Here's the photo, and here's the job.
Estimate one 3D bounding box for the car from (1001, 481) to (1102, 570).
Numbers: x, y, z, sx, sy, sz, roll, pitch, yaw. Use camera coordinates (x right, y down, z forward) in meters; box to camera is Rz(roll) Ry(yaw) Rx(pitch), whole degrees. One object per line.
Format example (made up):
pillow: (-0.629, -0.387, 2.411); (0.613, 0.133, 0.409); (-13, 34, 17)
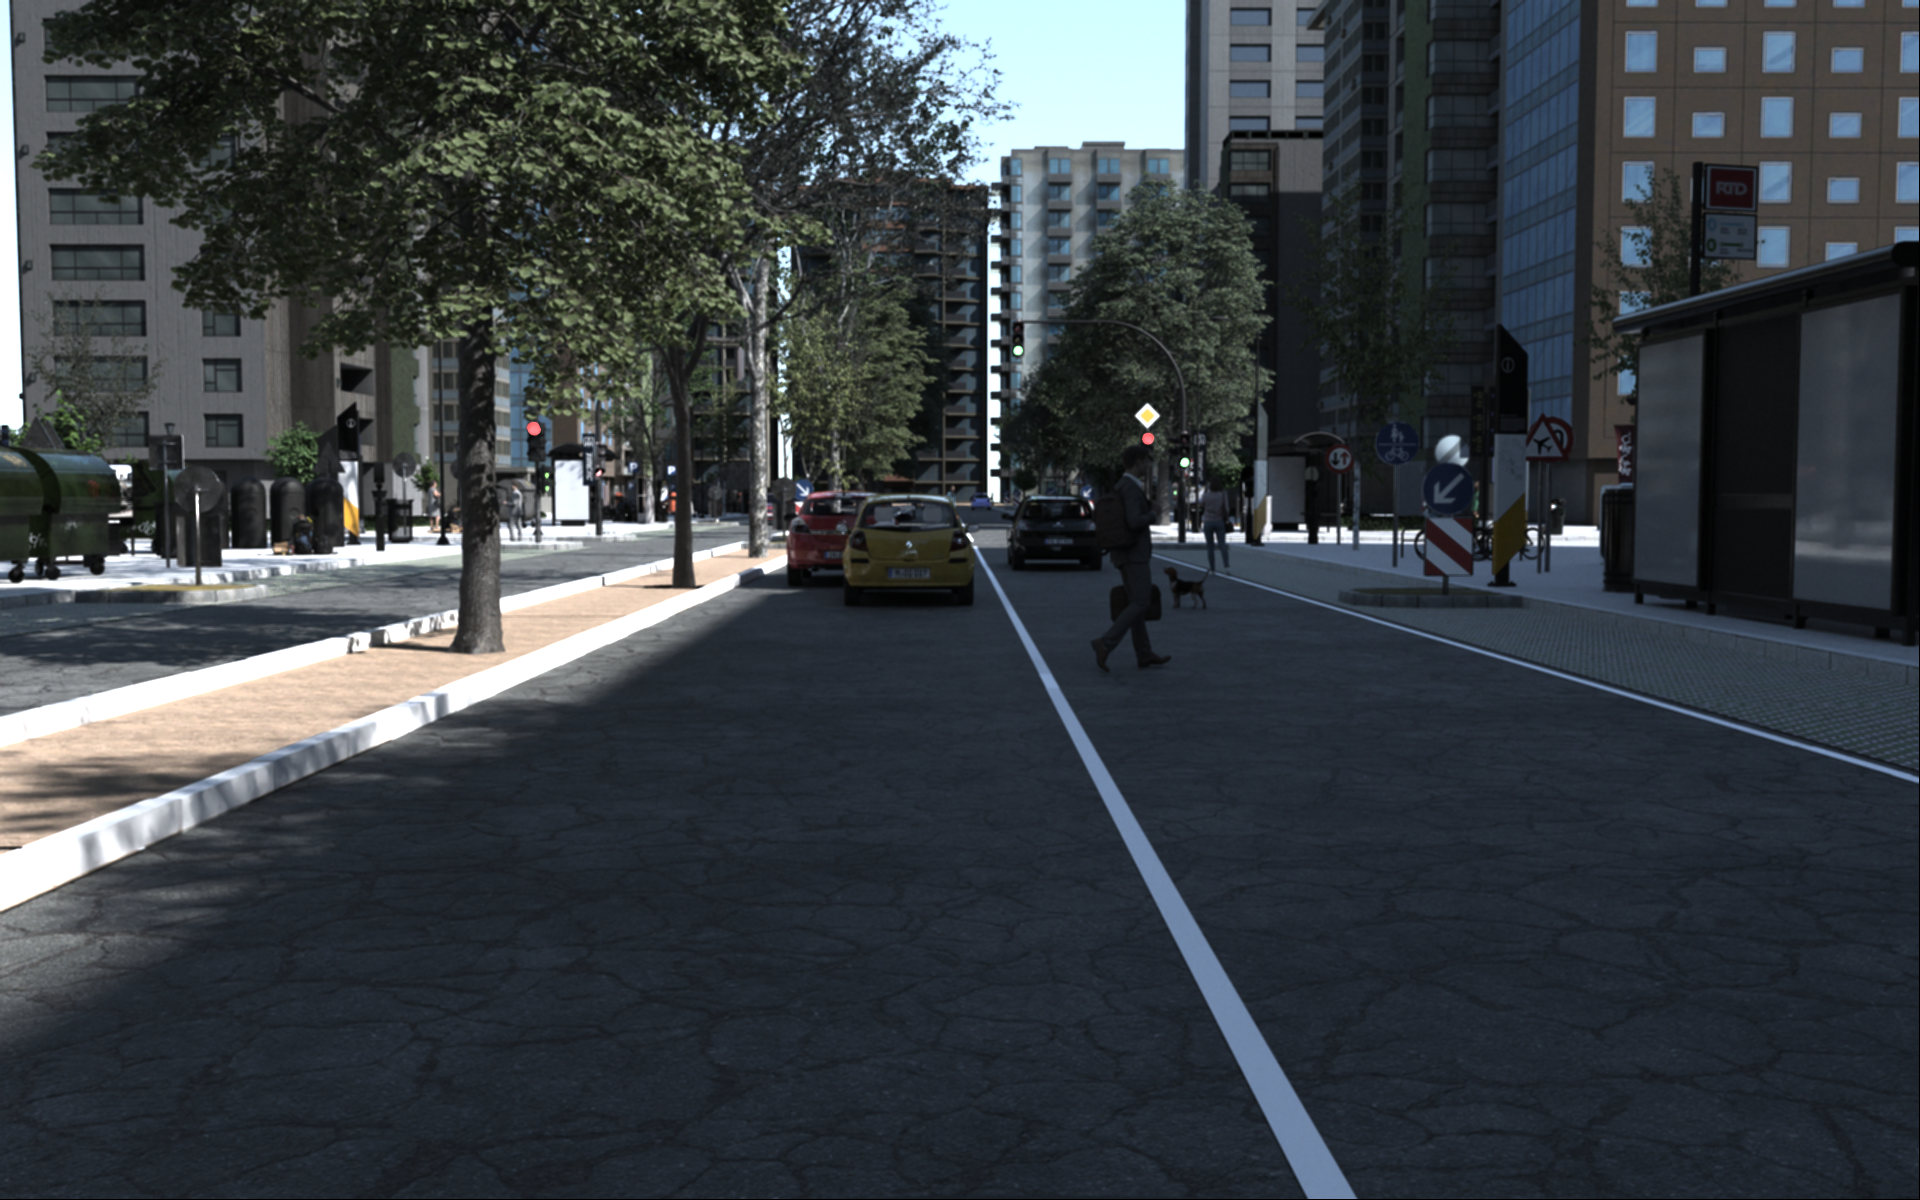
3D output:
car: (1.821, -1.479, 33.969); (2.009, 1.686, 4.222); (0, 3, 0)

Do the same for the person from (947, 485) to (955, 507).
person: (-0.386, -3.738, 69.962); (0.444, 1.785, 0.601); (3, 5, 45)

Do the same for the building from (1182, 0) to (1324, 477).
building: (31.416, -37.857, 160.957); (21.231, 58.520, 28.212); (0, 4, 0)

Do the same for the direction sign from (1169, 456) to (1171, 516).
direction sign: (12.249, -6.737, 102.153); (0.379, 3.537, 0.876); (-1, 4, -15)

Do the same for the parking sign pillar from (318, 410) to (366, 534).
parking sign pillar: (-20.001, -4.126, 55.938); (1.447, 3.967, 1.447); (0, 4, -1)

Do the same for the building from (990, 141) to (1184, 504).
building: (19.308, -37.798, 237.609); (30.456, 49.044, 23.786); (0, 4, 0)

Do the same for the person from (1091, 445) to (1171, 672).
person: (1.380, -0.351, 14.205); (0.822, 1.834, 0.622); (-1, 4, -22)

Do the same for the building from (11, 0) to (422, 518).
building: (-35.940, -19.189, 85.444); (14.160, 30.474, 14.107); (0, 4, 0)

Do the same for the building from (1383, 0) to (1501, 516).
building: (29.207, -24.765, 88.495); (14.154, 41.232, 14.086); (0, 4, 0)

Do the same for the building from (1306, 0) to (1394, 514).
building: (37.657, -25.915, 115.583); (32.217, 40.220, 23.993); (0, 4, 0)

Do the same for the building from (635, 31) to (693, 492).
building: (-43.576, -34.153, 178.002); (30.456, 49.044, 23.786); (0, 4, 0)

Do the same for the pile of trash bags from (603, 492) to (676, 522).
pile of trash bags: (-14.290, -4.254, 79.307); (3.447, 1.369, 1.912); (2, 4, 32)

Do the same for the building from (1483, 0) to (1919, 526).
building: (31.840, -25.932, 74.105); (14.200, 45.320, 14.600); (0, 4, 0)

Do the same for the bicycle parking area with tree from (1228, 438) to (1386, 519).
bicycle parking area with tree: (17.606, -6.287, 89.788); (8.231, 4.147, 9.016); (0, 4, 6)

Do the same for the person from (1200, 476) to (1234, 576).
person: (4.530, -1.305, 30.420); (0.593, 1.750, 0.643); (0, 4, 2)

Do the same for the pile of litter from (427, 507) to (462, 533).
pile of litter: (-16.804, -2.631, 56.985); (1.176, 0.858, 1.719); (-3, 5, -44)

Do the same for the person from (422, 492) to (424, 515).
person: (-32.194, -5.923, 102.981); (0.850, 1.850, 0.679); (3, 5, 43)

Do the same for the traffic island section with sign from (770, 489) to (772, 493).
traffic island section with sign: (-11.243, -5.931, 105.593); (1.989, 1.847, 2.006); (0, 4, 0)

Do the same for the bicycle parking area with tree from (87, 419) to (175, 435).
bicycle parking area with tree: (-32.220, -4.931, 67.627); (9.016, 4.147, 8.231); (1, 4, 21)

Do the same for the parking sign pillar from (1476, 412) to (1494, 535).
parking sign pillar: (16.809, -4.007, 53.979); (1.447, 3.967, 1.447); (-2, 4, -29)

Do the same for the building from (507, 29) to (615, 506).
building: (-35.395, -29.645, 134.812); (14.600, 45.320, 14.200); (0, 4, 0)

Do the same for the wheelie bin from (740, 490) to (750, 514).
wheelie bin: (-13.663, -6.338, 111.541); (0.980, 1.594, 0.693); (-1, 4, -14)

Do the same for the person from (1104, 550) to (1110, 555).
person: (3.716, -1.922, 40.757); (0.643, 1.720, 0.563); (1, 4, 10)

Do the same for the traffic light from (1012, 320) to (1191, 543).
traffic light: (3.723, -4.321, 45.318); (4.771, 5.953, 1.251); (0, 4, 0)

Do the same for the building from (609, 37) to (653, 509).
building: (-34.851, -28.503, 149.623); (14.154, 41.232, 14.086); (0, 4, 0)

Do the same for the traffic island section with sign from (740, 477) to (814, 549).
traffic island section with sign: (-4.707, -2.300, 45.745); (2.006, 1.907, 1.989); (0, 4, 0)

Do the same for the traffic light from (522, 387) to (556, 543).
traffic light: (-11.047, -3.450, 45.325); (0.839, 4.253, 0.868); (0, 4, 0)

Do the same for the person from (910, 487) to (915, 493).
person: (-2.760, -5.601, 99.884); (0.447, 1.846, 0.655); (0, 4, -5)

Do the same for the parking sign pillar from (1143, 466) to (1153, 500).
parking sign pillar: (8.291, -5.400, 76.760); (1.447, 3.967, 1.447); (0, 4, 4)

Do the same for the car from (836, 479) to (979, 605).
car: (-0.713, -0.827, 23.740); (2.015, 1.641, 3.980); (0, 4, -2)

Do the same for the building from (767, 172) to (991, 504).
building: (-10.349, -35.620, 237.019); (28.867, 44.769, 22.147); (0, 4, 0)

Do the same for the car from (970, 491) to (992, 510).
car: (1.878, -8.885, 154.866); (1.945, 1.707, 3.694); (0, 4, -1)

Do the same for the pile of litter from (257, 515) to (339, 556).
pile of litter: (-14.004, -1.383, 36.585); (1.719, 0.858, 1.176); (-2, 4, -26)

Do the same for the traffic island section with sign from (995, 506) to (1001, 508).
traffic island section with sign: (4.754, -10.670, 183.081); (1.989, 1.847, 2.006); (0, 4, 0)

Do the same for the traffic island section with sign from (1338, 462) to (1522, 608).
traffic island section with sign: (6.035, -0.854, 22.585); (1.989, 1.847, 2.006); (0, 4, 0)

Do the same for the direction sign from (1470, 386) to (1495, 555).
direction sign: (11.051, -2.719, 36.454); (0.876, 3.537, 0.379); (-2, 4, -31)

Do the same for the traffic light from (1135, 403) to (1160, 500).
traffic light: (5.750, -3.947, 53.461); (0.839, 4.253, 0.868); (0, 4, 0)

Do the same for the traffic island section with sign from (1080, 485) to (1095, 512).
traffic island section with sign: (5.598, -4.254, 78.173); (1.989, 1.847, 2.006); (0, 4, 0)

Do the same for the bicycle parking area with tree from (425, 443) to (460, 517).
bicycle parking area with tree: (-31.017, -6.780, 97.853); (8.231, 4.147, 9.016); (1, 4, 14)

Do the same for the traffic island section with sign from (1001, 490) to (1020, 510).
traffic island section with sign: (4.972, -8.996, 155.716); (1.989, 1.847, 2.006); (0, 4, 0)

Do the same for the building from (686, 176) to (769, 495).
building: (-39.206, -35.540, 235.700); (28.867, 44.769, 22.147); (0, 4, 0)

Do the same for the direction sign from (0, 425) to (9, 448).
direction sign: (-31.364, -3.954, 56.648); (0.876, 3.537, 0.379); (2, 4, 26)

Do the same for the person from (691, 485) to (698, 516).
person: (-15.839, -5.936, 103.282); (0.537, 1.800, 0.526); (-1, 4, -17)

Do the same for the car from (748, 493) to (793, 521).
car: (-8.838, -4.421, 81.324); (2.155, 1.783, 4.494); (0, 3, 0)

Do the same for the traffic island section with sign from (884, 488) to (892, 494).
traffic island section with sign: (-5.372, -7.349, 128.288); (2.006, 1.907, 1.989); (0, 4, 0)

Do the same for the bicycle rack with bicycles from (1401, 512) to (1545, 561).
bicycle rack with bicycles: (10.037, -1.263, 34.030); (2.925, 0.926, 2.852); (0, 4, -3)

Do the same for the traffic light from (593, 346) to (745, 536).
traffic light: (-9.020, -4.813, 53.362); (4.771, 5.953, 1.251); (0, 4, 0)

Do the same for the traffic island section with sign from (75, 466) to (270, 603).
traffic island section with sign: (-10.590, -0.914, 23.577); (1.989, 1.847, 2.006); (0, 4, 0)

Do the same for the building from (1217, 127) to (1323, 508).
building: (27.749, -22.564, 140.616); (14.160, 30.474, 14.107); (0, 4, 0)

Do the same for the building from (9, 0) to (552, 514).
building: (-43.822, -25.880, 115.020); (32.217, 40.220, 23.993); (0, 4, 0)

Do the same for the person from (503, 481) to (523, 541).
person: (-12.780, -2.495, 49.499); (0.583, 1.804, 0.606); (0, 4, -4)

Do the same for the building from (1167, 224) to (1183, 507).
building: (28.625, -25.151, 182.912); (14.160, 30.474, 14.107); (0, 4, 0)

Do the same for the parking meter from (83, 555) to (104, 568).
parking meter: (-15.217, -1.509, 30.379); (0.255, 1.863, 0.399); (-1, 4, -10)

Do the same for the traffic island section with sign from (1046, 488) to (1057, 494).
traffic island section with sign: (5.386, -5.902, 105.128); (1.989, 1.847, 2.006); (0, 4, 0)

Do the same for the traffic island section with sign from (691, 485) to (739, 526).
traffic island section with sign: (-11.021, -4.246, 78.049); (1.989, 1.847, 2.006); (0, 4, 0)

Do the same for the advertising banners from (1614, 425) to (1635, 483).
advertising banners: (17.460, -2.888, 43.406); (2.074, 3.025, 0.090); (2, 4, 26)

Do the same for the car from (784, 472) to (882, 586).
car: (-1.862, -1.194, 28.557); (2.155, 1.783, 4.494); (0, 4, -2)

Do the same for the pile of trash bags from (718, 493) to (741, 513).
pile of trash bags: (-16.365, -6.976, 123.815); (1.912, 1.369, 3.447); (2, 4, 26)
